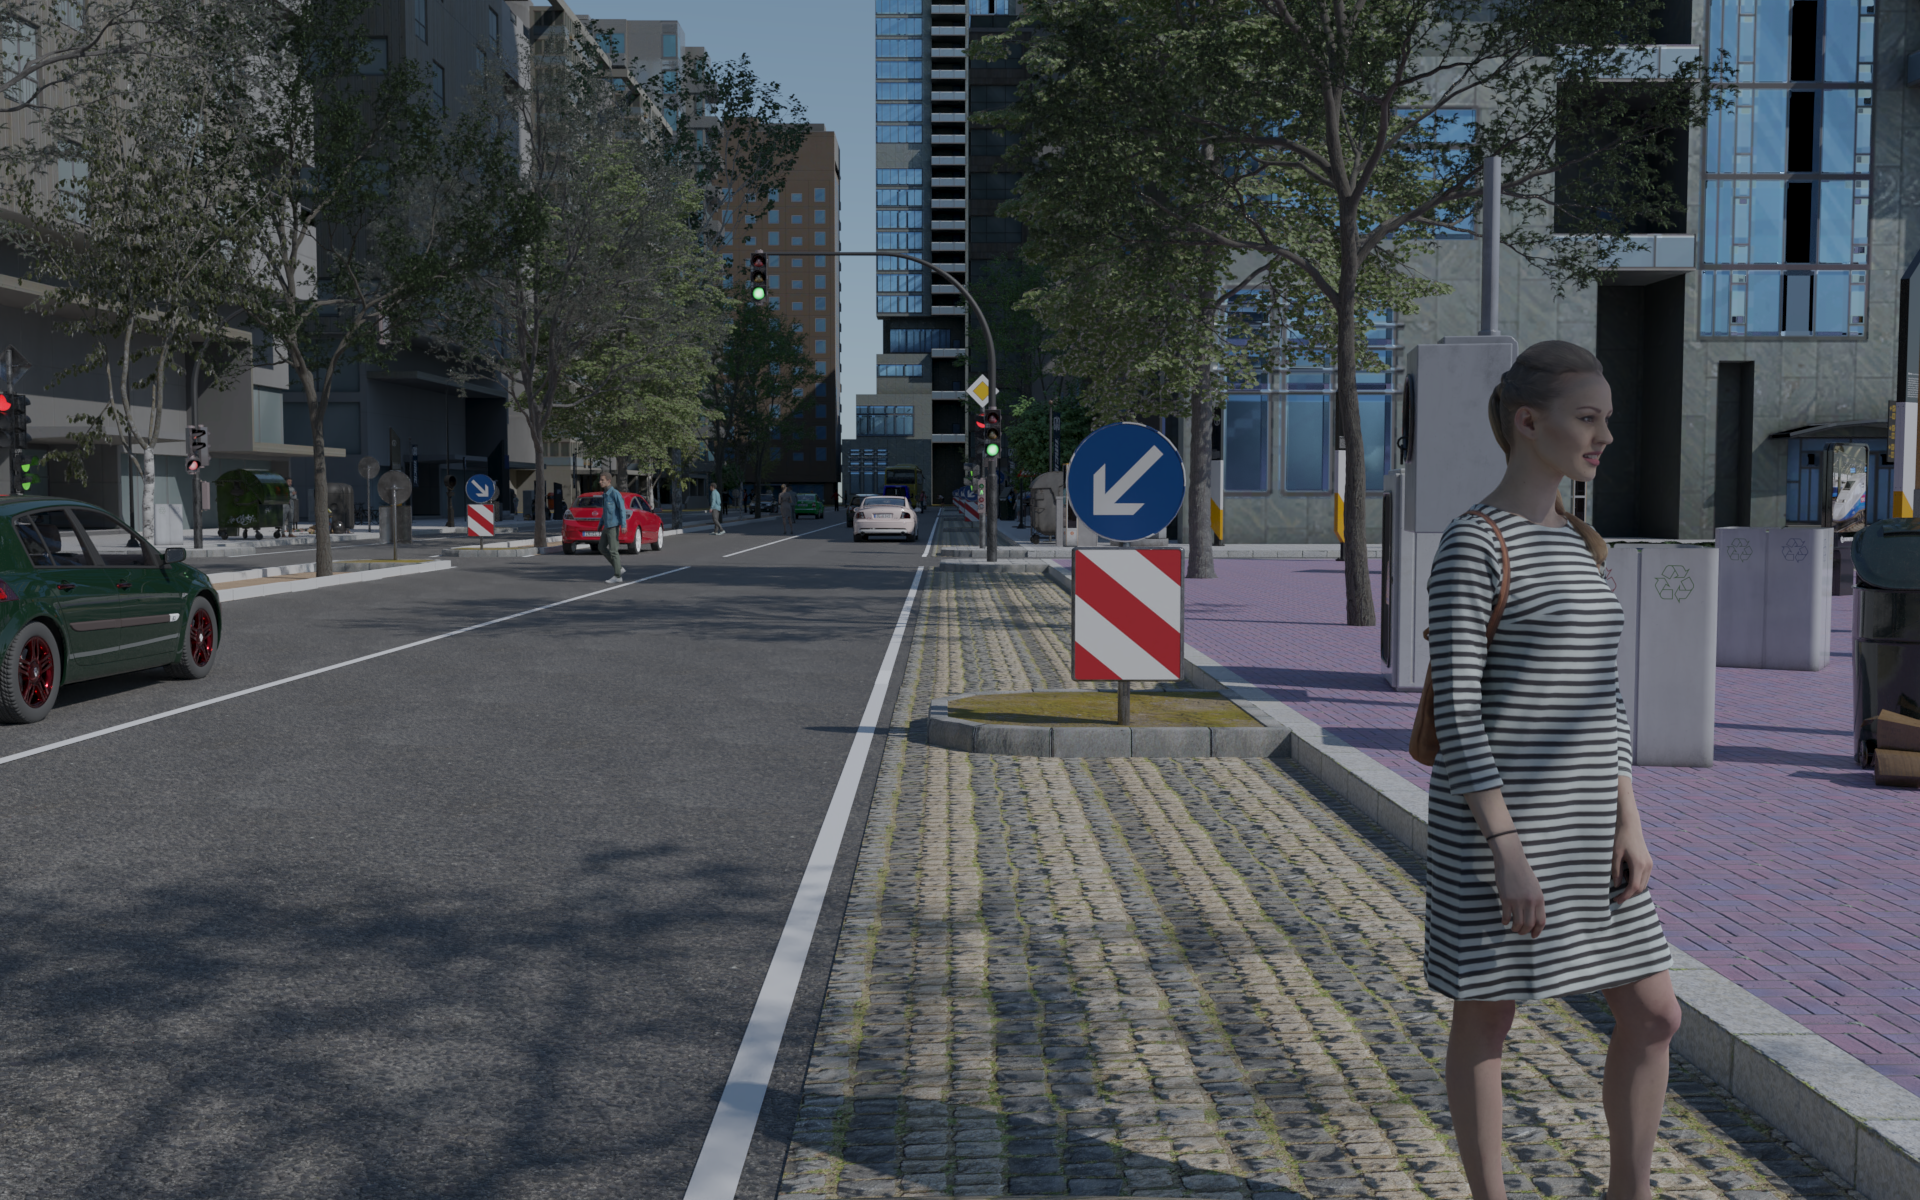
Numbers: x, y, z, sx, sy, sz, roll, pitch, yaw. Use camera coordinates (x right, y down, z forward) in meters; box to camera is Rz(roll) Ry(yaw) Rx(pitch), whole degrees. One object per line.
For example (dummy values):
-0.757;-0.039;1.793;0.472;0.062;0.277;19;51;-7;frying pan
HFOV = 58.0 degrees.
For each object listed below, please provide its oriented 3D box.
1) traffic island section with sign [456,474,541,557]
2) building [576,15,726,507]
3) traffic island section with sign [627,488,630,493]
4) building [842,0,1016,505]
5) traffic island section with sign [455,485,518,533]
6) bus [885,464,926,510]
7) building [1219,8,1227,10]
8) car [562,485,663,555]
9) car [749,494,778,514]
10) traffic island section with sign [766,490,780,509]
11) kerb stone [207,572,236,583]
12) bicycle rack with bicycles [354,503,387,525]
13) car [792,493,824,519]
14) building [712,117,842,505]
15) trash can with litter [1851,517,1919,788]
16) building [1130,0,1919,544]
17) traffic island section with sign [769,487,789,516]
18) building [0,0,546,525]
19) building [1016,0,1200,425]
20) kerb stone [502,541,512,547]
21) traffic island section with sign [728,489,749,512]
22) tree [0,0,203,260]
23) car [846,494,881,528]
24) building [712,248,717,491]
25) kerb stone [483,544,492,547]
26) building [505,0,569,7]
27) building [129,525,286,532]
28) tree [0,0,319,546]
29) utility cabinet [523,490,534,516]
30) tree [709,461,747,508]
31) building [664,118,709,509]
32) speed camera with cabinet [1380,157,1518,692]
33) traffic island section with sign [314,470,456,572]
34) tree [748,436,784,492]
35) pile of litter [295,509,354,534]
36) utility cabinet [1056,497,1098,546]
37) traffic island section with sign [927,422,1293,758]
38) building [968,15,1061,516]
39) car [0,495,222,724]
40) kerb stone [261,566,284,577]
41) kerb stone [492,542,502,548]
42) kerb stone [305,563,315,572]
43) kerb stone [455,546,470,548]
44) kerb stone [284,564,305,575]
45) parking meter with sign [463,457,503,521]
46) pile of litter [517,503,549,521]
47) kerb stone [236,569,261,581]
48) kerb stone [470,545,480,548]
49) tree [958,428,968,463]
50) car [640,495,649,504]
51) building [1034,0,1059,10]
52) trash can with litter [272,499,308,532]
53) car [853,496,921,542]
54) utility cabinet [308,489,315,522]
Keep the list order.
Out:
-10.996;-1.971;40.355;2.006;1.907;1.989;0;4;0;traffic island section with sign
-39.782;-34.054;176.385;30.456;49.044;23.786;0;4;0;building
-17.992;-5.130;92.511;1.989;1.847;2.006;0;4;0;traffic island section with sign
1.586;-54.971;211.452;31.000;86.520;22.319;0;4;0;building
-17.763;-3.463;65.248;1.989;1.847;2.006;0;4;0;traffic island section with sign
-4.479;-9.119;140.647;2.896;3.916;12.252;0;4;1;bus
12.413;-26.673;86.210;14.600;45.320;14.200;0;4;0;building
-8.467;-2.045;42.474;2.155;1.783;4.494;0;4;1;car
-13.943;-6.931;123.102;2.009;1.686;4.222;0;4;0;car
-18.638;-9.830;169.355;1.989;1.847;2.006;0;4;0;traffic island section with sign
-11.956;-0.347;27.862;0.120;0.150;1.000;0;4;0;kerb stone
-25.132;-3.626;72.664;2.925;0.926;2.852;2;4;27;bicycle rack with bicycles
-8.856;-5.573;99.911;1.959;1.807;4.718;0;4;1;car
-21.735;-34.179;208.932;14.200;45.320;14.600;0;4;0;building
4.407;0.215;7.875;0.624;1.170;1.055;1;4;22;trash can with litter
21.108;-45.277;52.952;31.000;86.520;22.319;0;4;0;building
-11.628;-6.566;115.491;2.006;1.907;1.989;0;4;0;traffic island section with sign
-38.515;-30.671;90.703;28.713;52.752;27.495;0;4;0;building
11.602;-29.868;138.456;14.600;45.320;14.200;0;4;0;building
-12.103;-1.445;45.828;0.120;0.150;1.000;0;4;0;kerb stone
-18.404;-8.182;142.401;1.989;1.847;2.006;0;4;0;traffic island section with sign
-11.085;-6.187;13.991;12.009;13.543;11.850;0;3;0;tree
-3.986;-4.011;75.361;2.009;1.686;4.222;0;4;0;car
-39.989;-36.011;212.487;21.600;48.544;21.300;0;4;0;building
-12.081;-1.311;43.784;0.120;0.150;1.000;0;4;0;kerb stone
-39.978;-26.623;127.163;32.217;40.220;23.993;0;4;0;building
-38.226;-28.504;55.276;28.713;52.752;27.495;0;4;0;building
-10.702;-4.282;22.827;4.360;8.622;3.978;0;3;0;tree
-23.277;-5.195;93.623;0.318;1.500;1.173;-3;4;-36;utility cabinet
-21.028;-10.610;157.185;4.285;4.588;4.351;0;3;0;tree
-39.345;-28.174;152.528;32.217;40.220;23.993;0;4;0;building
3.059;-1.019;10.998;0.660;3.252;2.038;1;4;9;speed camera with cabinet
-10.944;-1.518;32.948;2.006;1.907;1.989;0;4;0;traffic island section with sign
-21.142;-14.324;184.557;4.737;8.622;4.395;0;3;0;tree
-20.421;-2.551;55.666;1.719;0.858;1.176;0;4;-7;pile of litter
2.886;-1.935;42.803;1.020;1.237;0.306;0;4;7;utility cabinet
0.802;-0.102;10.294;1.989;1.847;2.006;0;4;0;traffic island section with sign
7.493;-20.614;108.736;14.160;30.474;14.107;0;4;0;building
-6.668;-0.145;12.158;2.009;1.686;4.222;0;4;-2;car
-11.976;-0.472;29.906;0.120;0.150;1.000;0;4;0;kerb stone
-12.091;-1.383;44.806;0.120;0.150;1.000;0;4;0;kerb stone
-11.997;-0.597;31.955;0.120;0.150;1.000;0;4;0;kerb stone
-12.069;-1.195;41.735;0.120;0.150;1.000;0;4;0;kerb stone
-11.982;-0.534;30.928;0.120;0.150;1.000;0;4;0;kerb stone
-22.395;-5.202;81.318;1.738;3.016;0.543;-1;4;-12;parking meter with sign
-20.644;-4.276;83.875;1.719;0.858;1.176;-1;4;-15;pile of litter
-11.966;-0.400;28.885;0.120;0.150;1.000;0;4;0;kerb stone
-12.079;-1.257;42.758;0.120;0.150;1.000;0;4;0;kerb stone
1.916;-13.813;176.203;4.737;8.622;4.395;0;3;0;tree
-15.304;-4.137;79.647;2.014;1.417;4.499;0;4;0;car
12.097;-26.965;124.468;14.154;41.232;14.086;0;4;0;building
-22.744;-2.917;58.755;1.678;1.210;2.233;-1;4;-11;trash can with litter
-2.243;-2.486;53.016;2.083;1.381;4.827;0;4;1;car
-28.618;-4.224;77.740;1.173;1.500;0.318;-1;4;-12;utility cabinet
